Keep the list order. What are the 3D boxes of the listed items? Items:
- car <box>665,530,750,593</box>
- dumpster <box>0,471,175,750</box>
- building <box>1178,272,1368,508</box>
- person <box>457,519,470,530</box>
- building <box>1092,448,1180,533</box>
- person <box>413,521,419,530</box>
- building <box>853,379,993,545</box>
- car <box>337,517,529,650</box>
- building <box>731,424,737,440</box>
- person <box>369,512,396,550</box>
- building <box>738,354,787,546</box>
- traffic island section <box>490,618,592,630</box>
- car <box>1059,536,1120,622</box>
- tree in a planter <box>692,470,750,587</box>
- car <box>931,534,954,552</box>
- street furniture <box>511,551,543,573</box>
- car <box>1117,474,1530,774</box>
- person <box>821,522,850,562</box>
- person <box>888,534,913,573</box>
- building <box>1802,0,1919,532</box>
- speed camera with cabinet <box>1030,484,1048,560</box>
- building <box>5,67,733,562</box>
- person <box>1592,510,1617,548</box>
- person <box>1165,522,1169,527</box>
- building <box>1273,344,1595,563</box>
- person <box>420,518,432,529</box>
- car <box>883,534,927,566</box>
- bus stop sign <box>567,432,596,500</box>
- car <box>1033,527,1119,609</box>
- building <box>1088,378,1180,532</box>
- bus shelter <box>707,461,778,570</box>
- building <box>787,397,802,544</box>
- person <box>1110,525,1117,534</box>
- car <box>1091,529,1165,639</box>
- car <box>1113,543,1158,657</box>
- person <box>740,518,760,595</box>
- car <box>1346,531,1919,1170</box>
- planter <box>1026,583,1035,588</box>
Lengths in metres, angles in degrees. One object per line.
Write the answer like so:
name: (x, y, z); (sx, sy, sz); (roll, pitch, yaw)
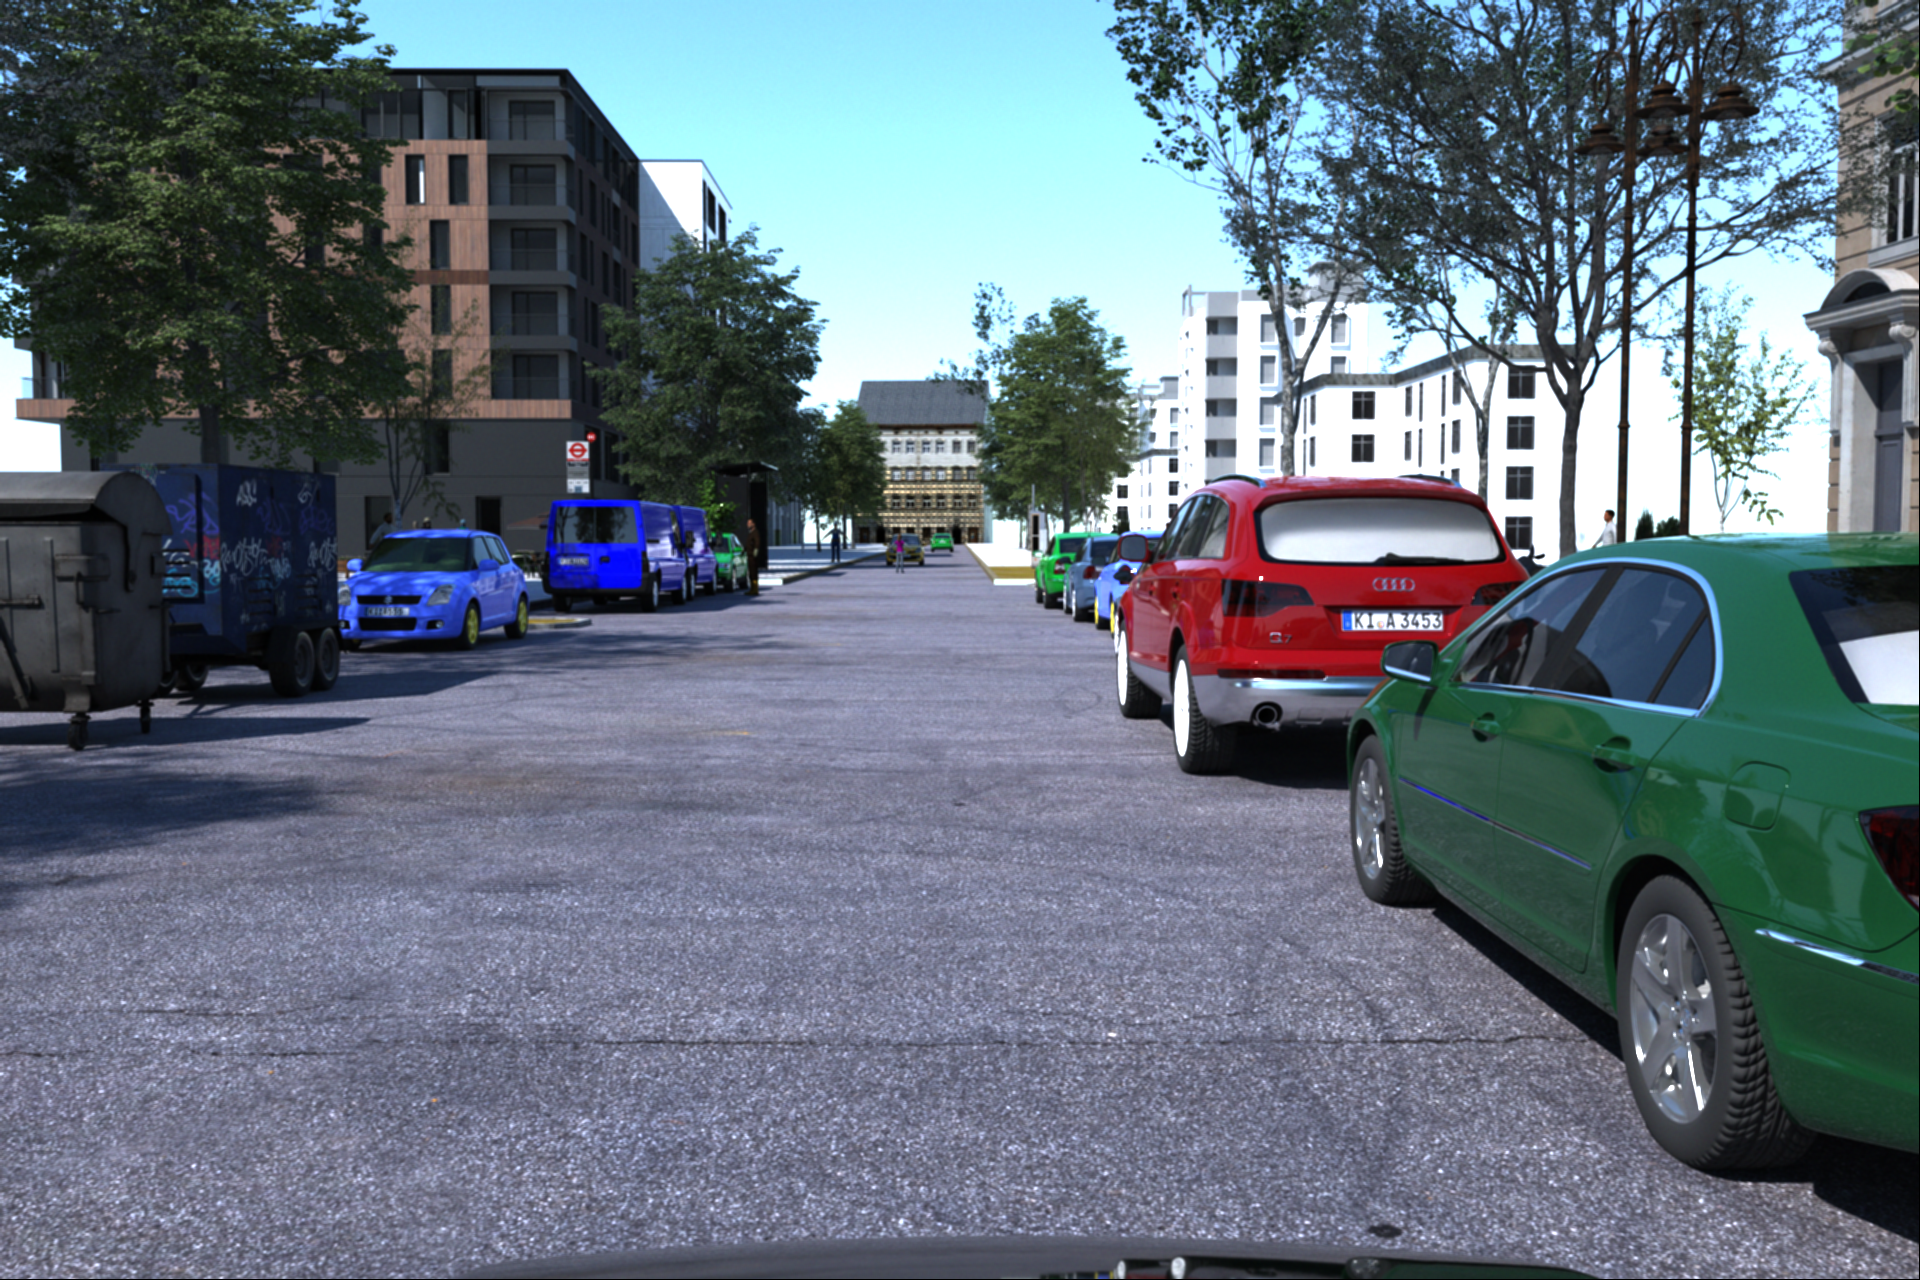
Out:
car: (-6.393, -2.139, 43.770); (1.959, 1.807, 4.718); (0, 3, 0)
dumpster: (-6.556, -0.226, 11.905); (1.865, 1.857, 1.264); (0, 3, 0)
building: (21.858, -16.854, 131.979); (16.016, 20.090, 11.380); (0, 4, -1)
person: (-18.130, -3.496, 63.293); (1.347, 1.817, 0.704); (0, 4, 5)
building: (19.607, -14.783, 183.847); (9.099, 9.664, 28.070); (0, 4, 0)
person: (-22.398, -3.981, 71.218); (0.705, 1.813, 1.348); (0, 4, 7)
building: (-4.902, -25.209, 245.554); (18.063, 23.208, 19.493); (0, 4, 5)
car: (-6.834, -0.789, 22.483); (1.945, 1.707, 3.694); (0, 4, 0)
building: (-26.943, -15.991, 127.903); (16.747, 18.905, 31.486); (0, 4, 0)
person: (-14.030, -2.233, 42.593); (0.704, 1.819, 1.344); (2, 4, 30)
building: (-28.070, -19.336, 182.604); (16.747, 18.905, 31.486); (0, 4, -1)
traffic island section: (-6.827, -0.248, 26.920); (1.991, 0.108, 1.994); (0, 4, 1)
car: (2.724, -1.074, 29.558); (2.014, 1.417, 4.499); (0, 4, 0)
tree in a planter: (-6.916, -3.118, 48.200); (1.991, 3.239, 1.994); (0, 4, 0)
car: (-1.420, -7.900, 137.962); (1.959, 1.807, 4.718); (0, 4, -1)
street furniture: (-13.561, -2.703, 59.827); (5.734, 0.657, 10.072); (0, 4, -6)
car: (2.297, -0.198, 11.918); (2.281, 1.827, 5.304); (0, 4, -1)
person: (-5.680, -4.479, 79.095); (1.347, 1.847, 0.705); (0, 4, 3)
person: (-2.190, -3.182, 63.752); (0.991, 1.433, 0.599); (1, 4, 18)
building: (24.313, -14.675, 25.836); (13.634, 28.700, 20.117); (0, 4, 0)
speed camera with cabinet: (3.126, -4.529, 68.390); (0.660, 3.252, 2.038); (0, 4, -1)
building: (-27.966, -15.205, 92.571); (27.936, 21.610, 32.646); (0, 4, -1)
person: (14.041, -1.922, 37.573); (0.704, 1.810, 1.344); (0, 4, -1)
person: (9.567, -4.509, 79.872); (0.704, 1.843, 1.345); (1, 4, 20)
building: (23.437, -9.082, 90.637); (9.099, 9.664, 28.070); (0, 3, 0)
person: (-18.602, -3.350, 60.553); (0.705, 1.856, 1.354); (2, 4, 34)
car: (-2.502, -4.247, 79.659); (2.015, 1.641, 3.980); (0, 4, 0)
bus stop sign: (-9.886, -3.476, 45.536); (0.855, 3.939, 0.416); (0, 4, 1)
car: (2.469, -1.573, 34.523); (1.959, 1.807, 4.718); (0, 4, -1)
building: (21.323, -22.162, 218.760); (16.016, 20.090, 11.380); (0, 4, -1)
bus shelter: (-7.349, -4.143, 59.023); (1.731, 3.624, 6.357); (0, 4, -1)
building: (-29.634, -21.554, 218.870); (16.747, 18.905, 31.486); (0, 4, -1)
person: (7.326, -4.649, 82.736); (1.216, 1.740, 0.721); (-2, 4, -27)
car: (2.881, -0.935, 24.875); (1.945, 1.707, 3.694); (0, 4, -1)
car: (2.670, -0.381, 18.240); (2.014, 1.417, 4.499); (0, 4, -1)
person: (-4.881, -1.957, 40.593); (0.704, 1.812, 1.346); (-1, 4, -21)
car: (2.513, 0.395, 5.343); (2.131, 1.459, 4.920); (0, 4, -1)
planter: (2.811, -1.588, 47.104); (1.991, 0.319, 1.994); (0, 3, 0)
